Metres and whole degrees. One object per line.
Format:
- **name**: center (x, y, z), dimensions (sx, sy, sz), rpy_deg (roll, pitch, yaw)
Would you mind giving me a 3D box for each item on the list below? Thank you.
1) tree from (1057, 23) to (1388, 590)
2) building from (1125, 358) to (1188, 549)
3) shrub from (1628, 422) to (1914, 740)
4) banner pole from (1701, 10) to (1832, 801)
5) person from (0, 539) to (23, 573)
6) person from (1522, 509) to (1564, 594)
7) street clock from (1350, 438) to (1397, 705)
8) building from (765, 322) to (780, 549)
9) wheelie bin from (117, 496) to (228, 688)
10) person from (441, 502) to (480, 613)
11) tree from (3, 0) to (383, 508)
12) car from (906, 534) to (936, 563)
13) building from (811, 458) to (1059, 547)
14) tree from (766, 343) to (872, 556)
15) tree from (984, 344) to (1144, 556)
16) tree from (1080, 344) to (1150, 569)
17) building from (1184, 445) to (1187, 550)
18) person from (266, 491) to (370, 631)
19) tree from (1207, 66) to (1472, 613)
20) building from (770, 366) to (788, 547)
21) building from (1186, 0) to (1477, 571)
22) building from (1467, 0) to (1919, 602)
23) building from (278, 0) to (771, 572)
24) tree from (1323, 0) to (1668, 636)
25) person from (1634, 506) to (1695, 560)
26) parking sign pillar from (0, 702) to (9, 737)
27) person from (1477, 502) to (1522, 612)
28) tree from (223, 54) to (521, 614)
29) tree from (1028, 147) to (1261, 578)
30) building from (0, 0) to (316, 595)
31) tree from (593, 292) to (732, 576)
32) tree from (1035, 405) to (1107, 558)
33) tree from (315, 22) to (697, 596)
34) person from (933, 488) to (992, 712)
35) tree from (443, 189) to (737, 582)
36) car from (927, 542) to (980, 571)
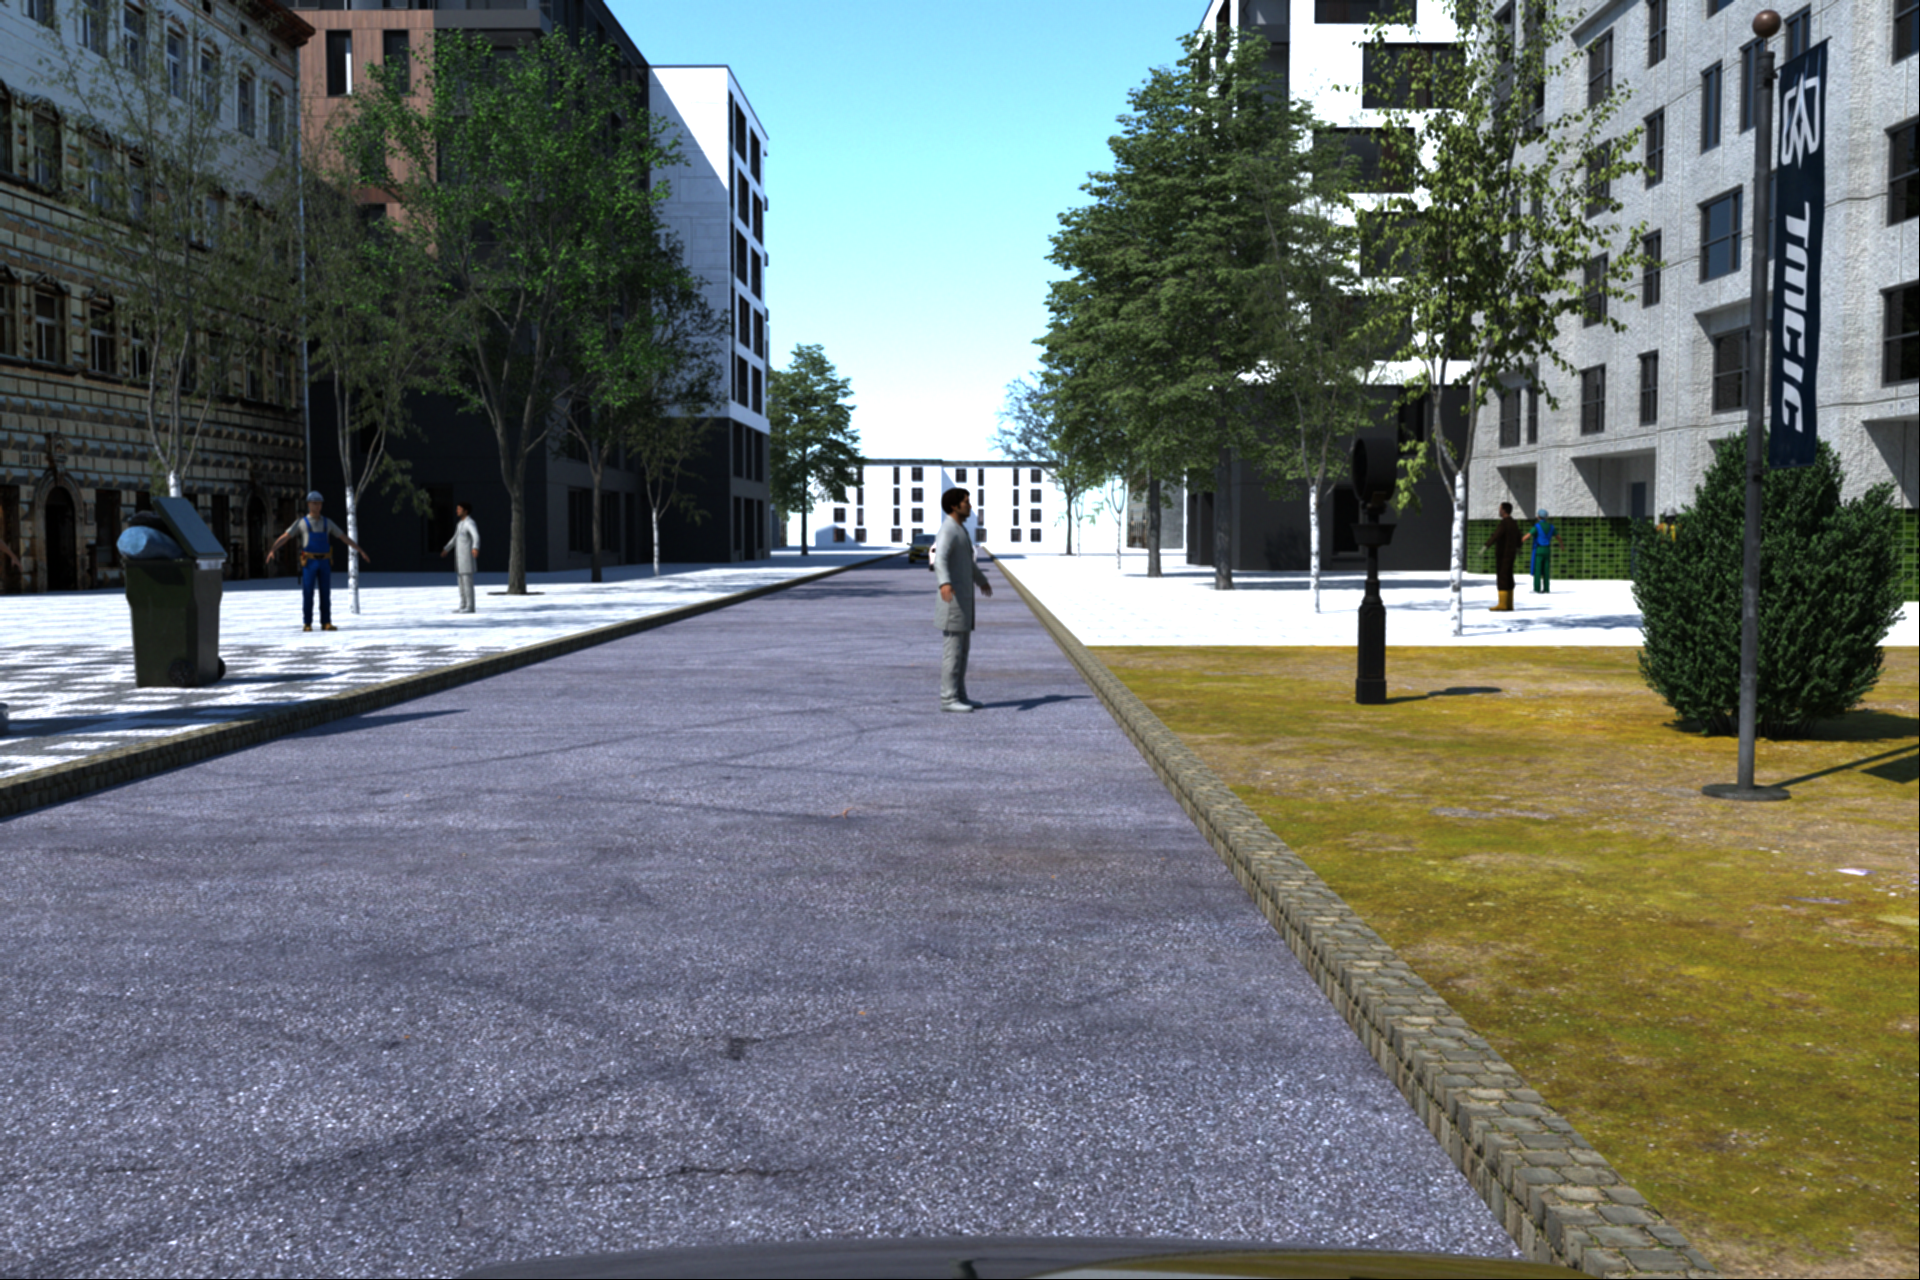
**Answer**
- **tree**: center (5.679, -7.431, 39.628), dimensions (7.486, 12.596, 7.792), rpy_deg (0, 3, 0)
- **building**: center (25.121, -19.818, 154.945), dimensions (19.493, 23.208, 18.063), rpy_deg (0, 3, 0)
- **shrub**: center (5.134, -0.429, 11.061), dimensions (1.661, 2.075, 1.752), rpy_deg (0, 3, 0)
- **banner pole**: center (3.851, -1.110, 8.159), dimensions (0.401, 3.779, 0.863), rpy_deg (0, 4, 1)
- **person**: center (-9.449, -0.577, 16.233), dimensions (1.217, 1.733, 0.721), rpy_deg (-3, 5, -40)
- **person**: center (12.504, -1.907, 37.300), dimensions (1.347, 1.817, 0.704), rpy_deg (-1, 4, -20)
- **street clock**: center (3.109, -0.519, 13.050), dimensions (0.358, 2.002, 0.471), rpy_deg (0, 4, -1)
- **building**: center (-24.496, -16.688, 139.301), dimensions (16.747, 18.905, 31.486), rpy_deg (0, 4, 0)
- **wheelie bin**: center (-6.671, -0.413, 14.655), dimensions (0.693, 1.594, 0.980), rpy_deg (0, 3, 0)
- **person**: center (-8.076, -1.345, 28.175), dimensions (0.705, 1.806, 1.347), rpy_deg (-3, 4, -38)
- **tree**: center (-9.953, -4.336, 21.257), dimensions (4.360, 8.622, 3.978), rpy_deg (0, 3, 0)
- **car**: center (-1.649, -4.629, 85.906), dimensions (2.015, 1.641, 3.980), rpy_deg (0, 4, 1)
- **building**: center (-2.672, -15.275, 194.350), dimensions (28.070, 9.664, 9.099), rpy_deg (-1, 4, -8)
- **tree**: center (-9.098, -11.288, 102.691), dimensions (7.486, 12.596, 7.792), rpy_deg (0, 3, 0)
- **tree**: center (6.580, -11.794, 103.194), dimensions (12.009, 13.543, 11.850), rpy_deg (0, 3, 0)
- **tree**: center (5.666, -6.867, 62.632), dimensions (4.360, 8.622, 3.978), rpy_deg (0, 3, 0)
- **building**: center (22.638, -11.347, 127.673), dimensions (9.099, 9.664, 28.070), rpy_deg (0, 4, 0)
- **person**: center (-8.516, -1.044, 22.931), dimensions (1.347, 1.847, 0.705), rpy_deg (-3, 4, -39)
- **tree**: center (5.758, -4.757, 28.141), dimensions (4.360, 8.622, 3.978), rpy_deg (0, 3, 0)
- **building**: center (-26.783, -20.462, 165.489), dimensions (19.493, 23.208, 18.063), rpy_deg (0, 4, 0)
- **building**: center (23.559, -14.154, 75.390), dimensions (27.936, 21.610, 32.646), rpy_deg (0, 3, 0)
- **building**: center (24.943, -10.646, 40.521), dimensions (16.747, 18.905, 31.486), rpy_deg (0, 4, 0)
- **building**: center (-24.077, -14.063, 73.908), dimensions (27.936, 21.610, 32.646), rpy_deg (0, 4, 1)
- **tree**: center (6.415, -4.362, 21.674), dimensions (4.737, 8.622, 4.395), rpy_deg (0, 3, 0)
- **person**: center (14.624, -1.833, 35.733), dimensions (1.354, 1.858, 0.705), rpy_deg (0, 4, 7)
- **parking sign pillar**: center (-6.764, -1.360, 10.708), dimensions (1.447, 3.967, 1.447), rpy_deg (0, 4, 0)
- **person**: center (9.033, -1.385, 28.783), dimensions (1.346, 1.812, 0.704), rpy_deg (-3, 5, -45)
- **tree**: center (-9.923, -4.721, 27.559), dimensions (4.360, 8.622, 3.978), rpy_deg (0, 3, 0)
- **tree**: center (5.467, -8.098, 50.531), dimensions (7.486, 12.596, 7.792), rpy_deg (0, 3, 0)
- **building**: center (-29.145, -12.985, 43.235), dimensions (19.493, 23.208, 18.063), rpy_deg (0, 4, 1)
- **tree**: center (-9.266, -6.243, 52.433), dimensions (4.360, 8.622, 3.978), rpy_deg (0, 3, 0)
- **tree**: center (6.459, -8.734, 93.157), dimensions (4.360, 8.622, 3.978), rpy_deg (0, 3, 0)
- **tree**: center (-9.365, -6.750, 36.117), dimensions (9.928, 11.665, 9.643), rpy_deg (0, 3, 0)
- **person**: center (-0.003, -0.332, 14.080), dimensions (0.705, 1.806, 1.347), rpy_deg (1, 4, 15)
- **tree**: center (-9.742, -6.795, 45.510), dimensions (8.767, 10.594, 7.601), rpy_deg (0, 4, 5)
- **car**: center (-0.262, -3.437, 68.558), dimensions (2.083, 1.381, 4.827), rpy_deg (0, 4, 1)
